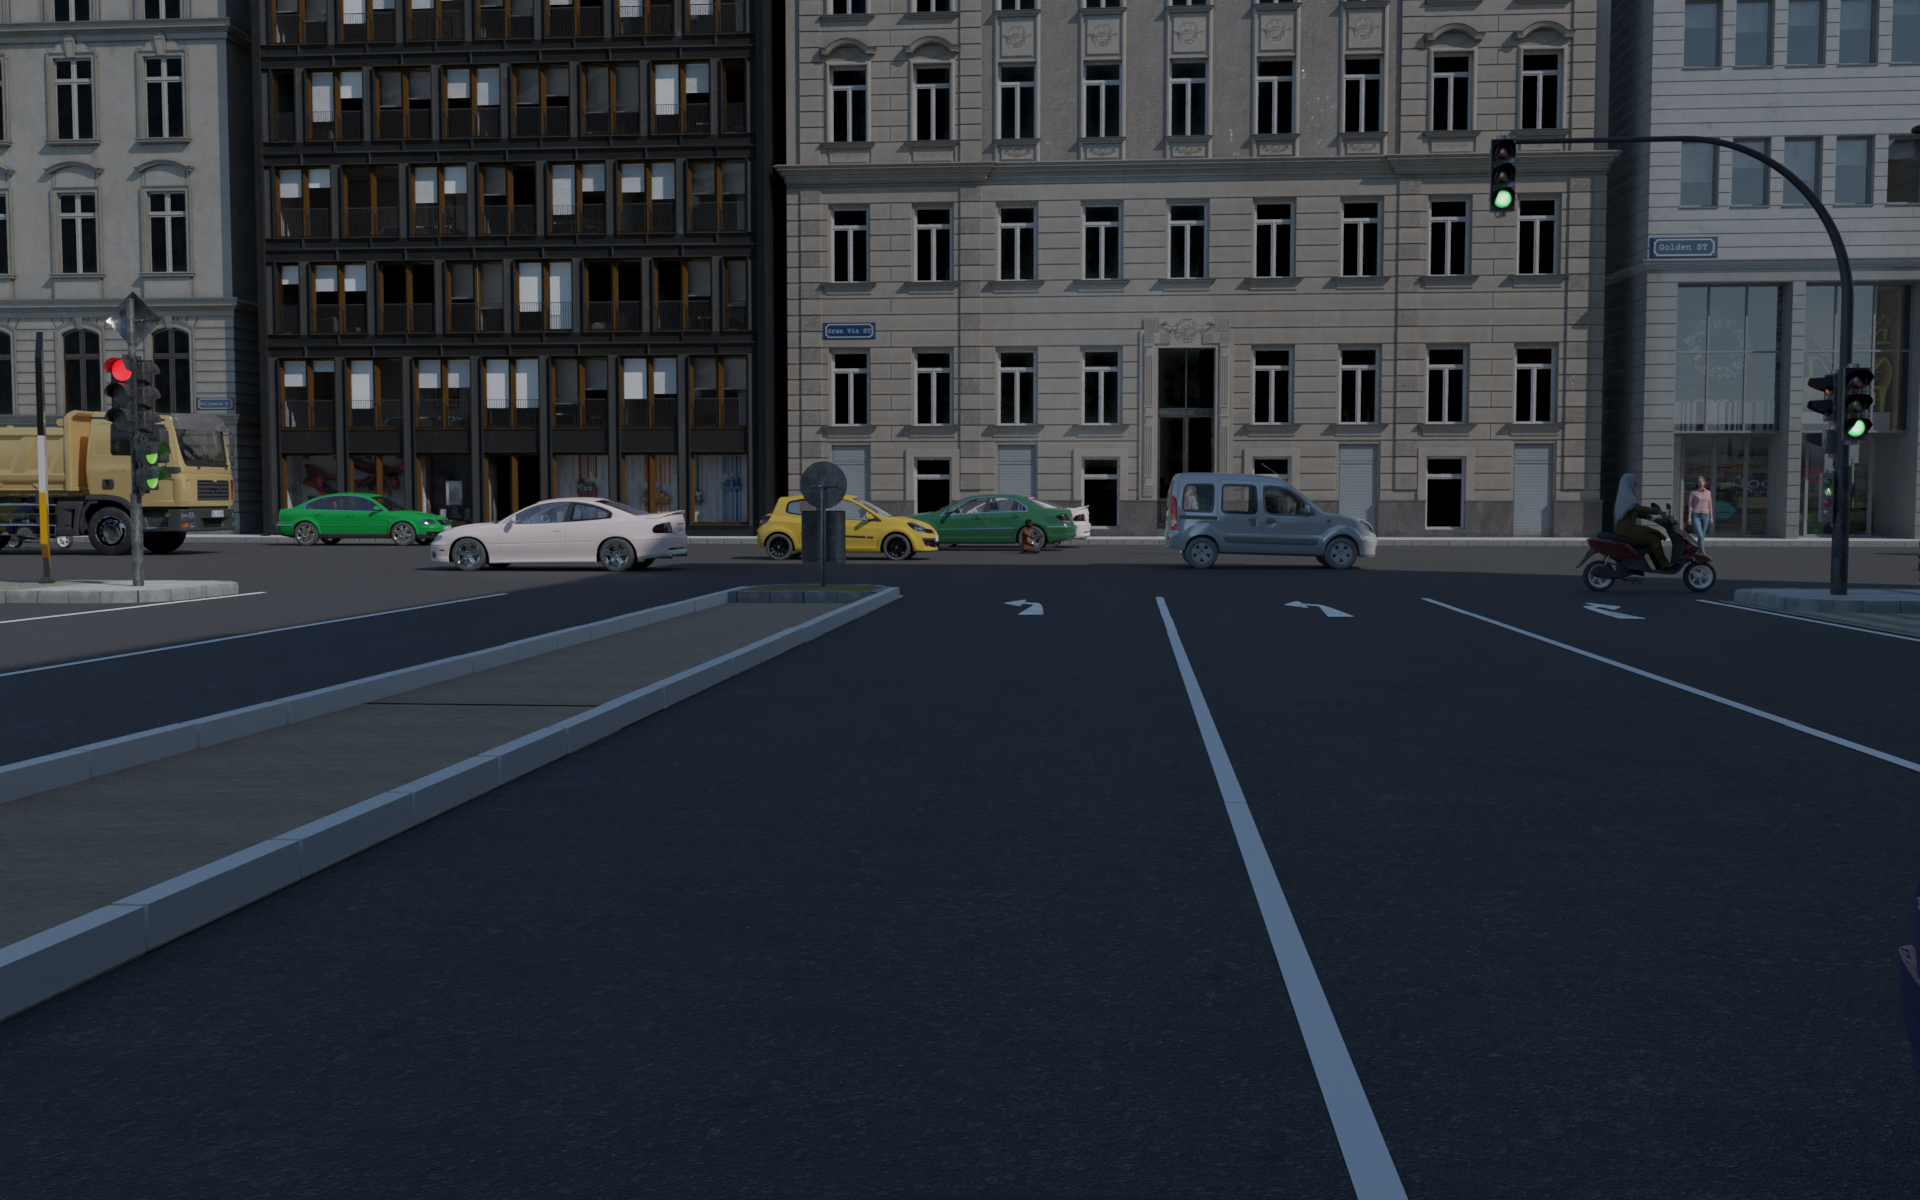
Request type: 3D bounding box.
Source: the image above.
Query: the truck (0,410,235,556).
[{"bbox_3d":[-21.757,-2.787,41.496,9.791,3.379,3.469,0,4,4],"label":"truck"}]

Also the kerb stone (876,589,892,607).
[{"bbox_3d":[-1.036,-0.002,22.298,0.120,0.150,1.000,0,4,5],"label":"kerb stone"}]

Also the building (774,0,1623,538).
[{"bbox_3d":[7.277,-15.868,56.704,25.104,27.353,12.463,0,4,5],"label":"building"}]

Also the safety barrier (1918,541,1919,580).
[{"bbox_3d":[12.730,-0.504,22.517,0.300,0.817,1.120,0,4,5],"label":"safety barrier"}]

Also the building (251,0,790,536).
[{"bbox_3d":[-13.139,-13.985,58.337,15.834,23.373,12.332,0,4,5],"label":"building"}]

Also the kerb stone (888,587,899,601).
[{"bbox_3d":[-0.941,-0.069,23.322,0.120,0.150,1.000,0,4,5],"label":"kerb stone"}]

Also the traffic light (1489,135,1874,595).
[{"bbox_3d":[9.078,-2.896,22.024,4.771,5.953,1.251,0,4,5],"label":"traffic light"}]

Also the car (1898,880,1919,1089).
[{"bbox_3d":[2.437,0.677,1.519,1.945,1.354,3.894,0,4,5],"label":"car"}]

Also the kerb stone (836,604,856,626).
[{"bbox_3d":[-1.318,0.181,19.229,0.120,0.150,1.000,0,4,5],"label":"kerb stone"}]

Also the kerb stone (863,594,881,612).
[{"bbox_3d":[-1.129,0.056,21.277,0.120,0.150,1.000,0,4,5],"label":"kerb stone"}]

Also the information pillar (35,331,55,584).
[{"bbox_3d":[-13.124,-2.044,24.775,0.183,3.616,0.504,-2,4,-24],"label":"information pillar"}]

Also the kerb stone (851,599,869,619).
[{"bbox_3d":[-1.220,0.121,20.255,0.120,0.150,1.000,0,4,5],"label":"kerb stone"}]

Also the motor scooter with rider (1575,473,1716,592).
[{"bbox_3d":[10.065,-1.004,25.373,1.986,1.779,0.876,0,4,7],"label":"motor scooter with rider"}]

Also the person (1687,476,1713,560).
[{"bbox_3d":[15.926,-1.761,37.294,0.555,1.821,0.388,-1,4,-11],"label":"person"}]

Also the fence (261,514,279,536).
[{"bbox_3d":[-20.346,-2.257,52.279,2.069,0.683,0.278,2,4,31],"label":"fence"}]

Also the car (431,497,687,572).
[{"bbox_3d":[-7.602,-1.256,32.893,4.827,1.381,2.083,0,4,4],"label":"car"}]

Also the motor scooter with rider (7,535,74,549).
[{"bbox_3d":[-24.294,-2.236,45.531,1.986,1.779,0.876,0,4,6],"label":"motor scooter with rider"}]

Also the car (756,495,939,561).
[{"bbox_3d":[-2.466,-1.711,38.201,3.980,1.641,2.015,0,4,6],"label":"car"}]

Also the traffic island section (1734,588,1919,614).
[{"bbox_3d":[11.208,0.012,22.083,2.009,0.180,2.903,0,4,5],"label":"traffic island section"}]

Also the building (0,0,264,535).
[{"bbox_3d":[-39.141,-14.775,60.663,34.723,24.649,14.460,0,4,5],"label":"building"}]

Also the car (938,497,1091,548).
[{"bbox_3d":[1.113,-2.109,46.836,4.827,1.381,2.083,0,4,6],"label":"car"}]

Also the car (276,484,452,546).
[{"bbox_3d":[-16.664,-2.432,48.555,4.718,1.807,1.959,0,4,4],"label":"car"}]

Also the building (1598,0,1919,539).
[{"bbox_3d":[34.763,-16.847,52.945,29.804,29.767,11.434,0,4,5],"label":"building"}]

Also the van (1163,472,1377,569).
[{"bbox_3d":[6.030,-1.637,33.779,4.112,2.044,2.013,0,4,4],"label":"van"}]

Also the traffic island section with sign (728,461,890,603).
[{"bbox_3d":[-1.964,-0.942,23.540,2.006,1.907,1.989,0,4,5],"label":"traffic island section with sign"}]

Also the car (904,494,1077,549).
[{"bbox_3d":[0.536,-1.989,44.322,4.920,1.459,2.131,0,4,7],"label":"car"}]

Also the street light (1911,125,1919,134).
[{"bbox_3d":[12.622,-3.014,21.826,1.470,5.913,1.316,0,4,5],"label":"street light"}]

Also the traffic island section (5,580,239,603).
[{"bbox_3d":[-11.485,-0.116,24.184,2.009,0.180,2.903,0,4,5],"label":"traffic island section"}]

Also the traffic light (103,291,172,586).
[{"bbox_3d":[-11.447,-2.148,24.045,0.839,4.253,0.868,0,4,5],"label":"traffic light"}]

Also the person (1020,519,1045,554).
[{"bbox_3d":[1.735,-1.521,41.660,0.655,0.850,0.859,1,4,14],"label":"person"}]

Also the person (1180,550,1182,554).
[{"bbox_3d":[5.388,-1.925,40.974,0.512,1.701,0.522,3,4,38],"label":"person"}]
